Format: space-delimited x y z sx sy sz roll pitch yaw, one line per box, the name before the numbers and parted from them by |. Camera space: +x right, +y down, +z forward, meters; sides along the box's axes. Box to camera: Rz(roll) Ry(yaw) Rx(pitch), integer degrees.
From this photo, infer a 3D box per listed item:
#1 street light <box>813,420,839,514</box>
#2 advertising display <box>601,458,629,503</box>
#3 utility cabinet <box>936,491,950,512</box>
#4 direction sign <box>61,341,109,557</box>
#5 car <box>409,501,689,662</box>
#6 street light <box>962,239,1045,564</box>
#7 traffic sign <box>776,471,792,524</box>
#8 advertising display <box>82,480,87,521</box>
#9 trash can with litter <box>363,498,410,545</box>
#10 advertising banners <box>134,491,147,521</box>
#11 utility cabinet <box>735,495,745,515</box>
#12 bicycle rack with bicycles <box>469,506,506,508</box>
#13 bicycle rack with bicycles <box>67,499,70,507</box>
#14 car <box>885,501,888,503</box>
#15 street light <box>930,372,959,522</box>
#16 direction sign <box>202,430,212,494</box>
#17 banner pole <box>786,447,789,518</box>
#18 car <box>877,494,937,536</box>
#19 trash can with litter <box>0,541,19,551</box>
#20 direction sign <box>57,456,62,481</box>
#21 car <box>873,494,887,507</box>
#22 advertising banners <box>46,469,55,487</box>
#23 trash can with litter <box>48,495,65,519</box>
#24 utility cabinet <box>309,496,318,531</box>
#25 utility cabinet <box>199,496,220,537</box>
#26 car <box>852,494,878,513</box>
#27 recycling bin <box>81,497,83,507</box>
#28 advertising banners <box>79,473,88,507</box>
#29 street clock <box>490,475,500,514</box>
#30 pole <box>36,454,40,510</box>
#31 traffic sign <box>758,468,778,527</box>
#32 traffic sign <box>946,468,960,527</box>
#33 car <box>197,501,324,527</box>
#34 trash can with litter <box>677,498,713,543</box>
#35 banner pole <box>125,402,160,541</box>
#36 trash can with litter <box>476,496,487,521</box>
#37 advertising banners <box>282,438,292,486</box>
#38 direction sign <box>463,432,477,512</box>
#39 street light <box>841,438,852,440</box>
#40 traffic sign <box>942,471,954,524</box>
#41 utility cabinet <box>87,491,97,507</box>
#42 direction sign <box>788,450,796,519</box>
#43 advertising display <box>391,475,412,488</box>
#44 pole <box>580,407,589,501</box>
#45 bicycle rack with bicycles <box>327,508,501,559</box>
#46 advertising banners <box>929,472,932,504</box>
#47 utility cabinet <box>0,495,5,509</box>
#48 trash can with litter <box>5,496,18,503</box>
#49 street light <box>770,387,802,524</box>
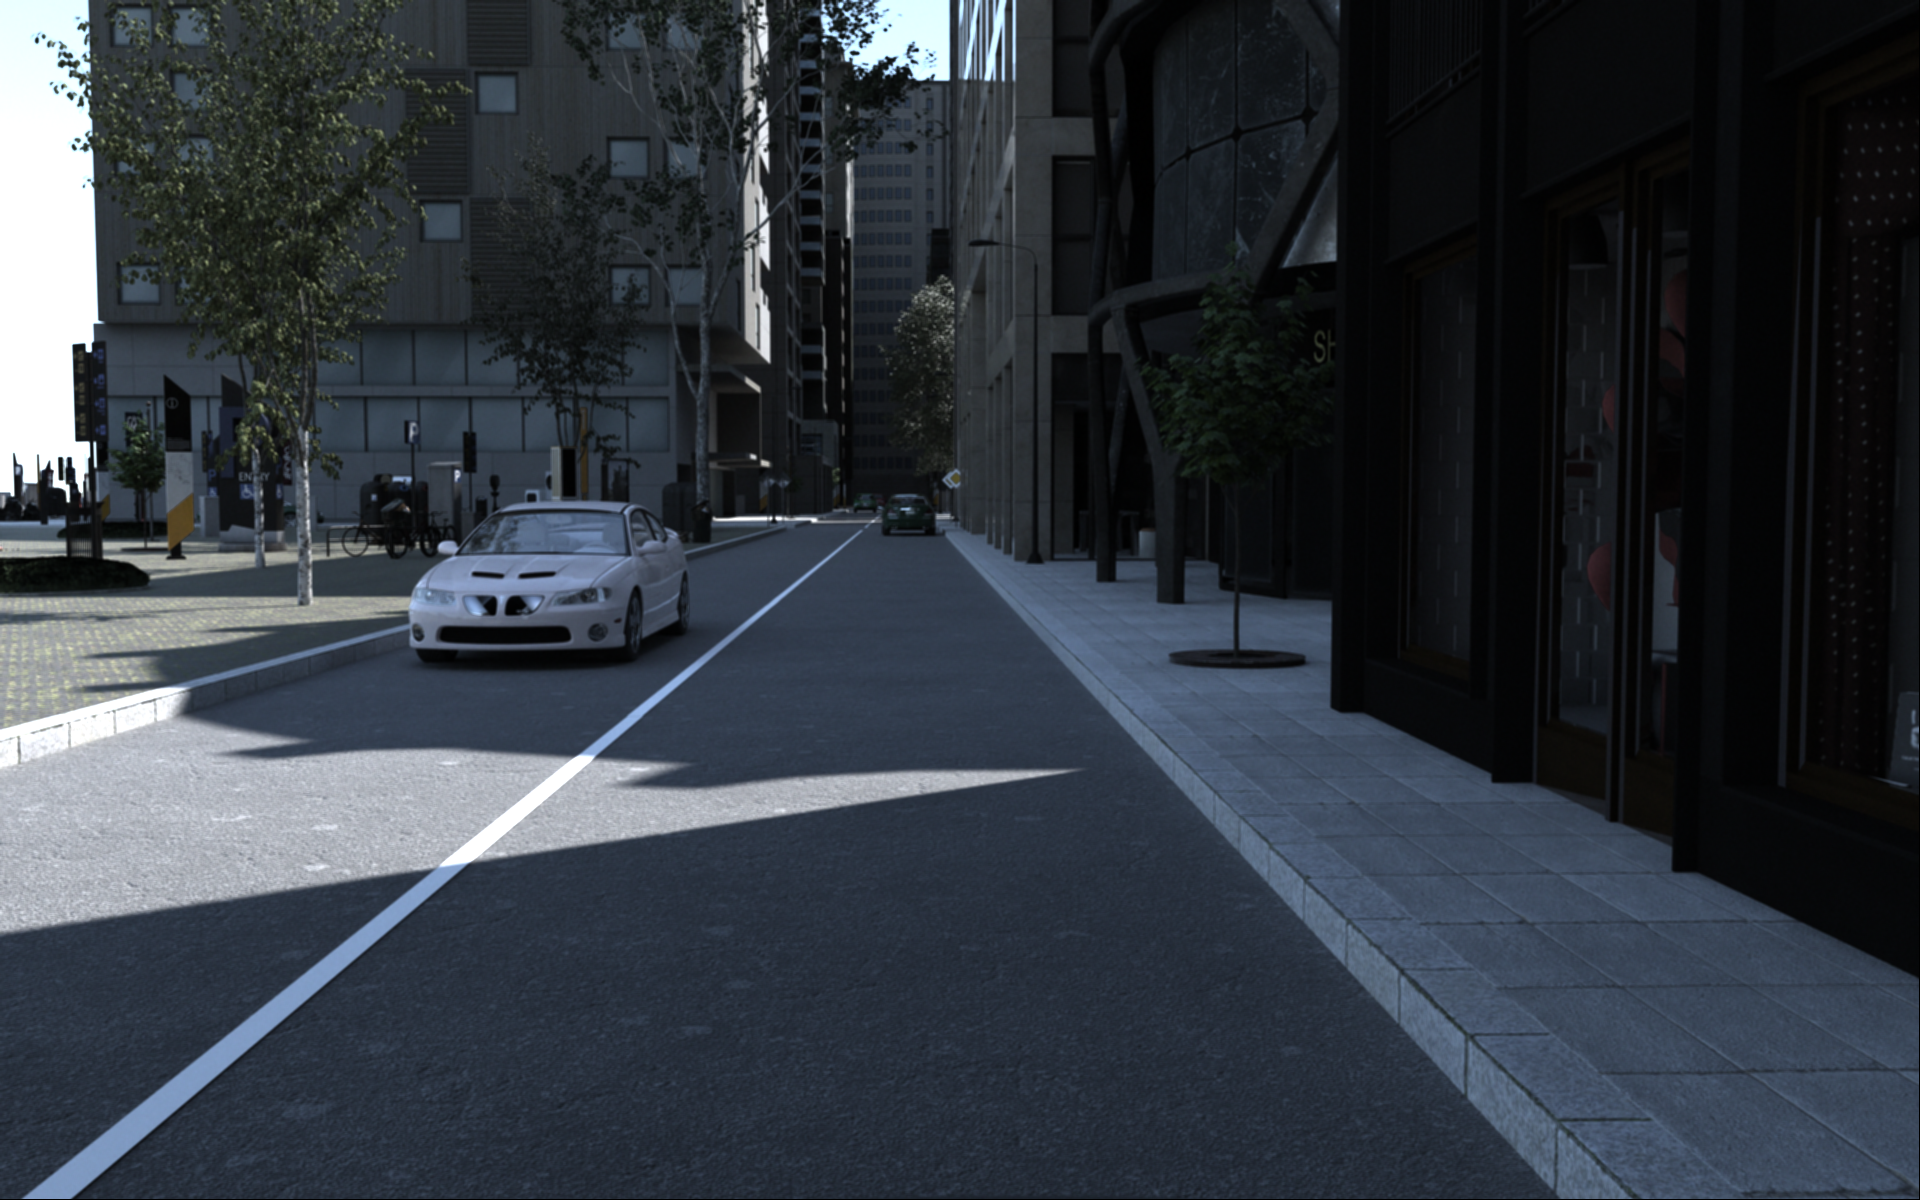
street light | -8.589 -8.363 109.272 1.470 5.913 1.316 0 4 -2
advertising display | -6.199 -1.588 31.176 0.123 1.923 0.974 1 4 12
utility cabinet | -1.314 -7.071 124.292 1.173 1.500 0.318 -2 4 -27
direction sign | -12.990 -2.075 25.925 0.876 3.537 0.379 2 4 34
car | -3.709 -0.241 16.305 2.083 1.381 4.827 0 4 0
street light | 0.843 -3.621 31.750 1.470 5.913 1.316 0 4 -2
traffic sign | -7.638 -4.349 74.742 0.795 2.450 0.064 0 4 -2
advertising display | -41.751 -4.736 82.645 0.123 1.923 0.974 -2 4 -24
trash can with litter | -14.479 -1.979 43.744 0.624 1.170 1.055 3 4 38
advertising banners | -29.909 -4.107 63.329 0.090 3.025 2.074 -3 5 -39
utility cabinet | -13.694 -5.805 106.071 1.020 1.237 0.306 0 4 -6
bicycle rack with bicycles | -13.594 -2.290 50.818 2.925 0.926 2.852 2 4 25
bicycle rack with bicycles | -66.269 -7.145 130.196 2.852 0.926 2.925 -1 4 -18
car | -4.063 -6.302 115.620 1.945 1.354 3.894 0 4 -1
street light | -0.290 -5.726 66.166 1.470 5.913 1.316 0 4 -2
direction sign | -26.907 -4.280 61.980 0.379 3.537 0.876 -3 5 -45
banner pole | -9.080 -6.188 91.187 0.401 3.779 0.863 0 4 -4
car | -1.834 -3.013 61.062 2.131 1.459 4.920 0 4 -4
trash can with litter | -22.474 -1.699 38.830 2.233 1.210 1.678 -1 4 -18
direction sign | -53.686 -6.850 103.987 0.876 3.537 0.379 0 4 -2
car | -8.177 -9.713 167.847 2.155 1.783 4.494 0 4 -4
advertising banners | -64.569 -7.659 121.413 2.074 3.025 0.090 -1 4 -17
trash can with litter | -47.106 -4.784 89.276 1.678 1.210 2.233 1 4 20
utility cabinet | -22.700 -3.031 60.719 0.306 1.237 1.020 -1 4 -19
utility cabinet | -22.373 -2.511 52.223 0.306 1.237 1.020 2 4 33
car | -7.417 -7.734 135.240 1.959 1.807 4.718 0 4 -3
recycling bin | -67.531 -7.434 134.094 0.722 1.027 0.722 0 3 0
advertising banners | -74.055 -9.139 145.615 0.090 3.025 2.074 1 4 19
street clock | -17.722 -3.758 66.011 0.358 2.002 0.471 0 4 3
pole | -46.383 -5.711 87.220 0.158 3.312 0.155 0 3 0
traffic sign | -7.391 -3.860 66.761 0.795 2.450 0.064 0 4 -2
traffic sign | -0.149 -3.873 66.964 0.795 2.450 0.064 0 4 -2
car | -28.544 -3.608 70.794 4.920 1.459 2.131 0 4 -3
trash can with litter | -7.038 -2.088 45.532 1.055 1.170 0.624 0 4 8
banner pole | -22.113 -3.472 46.790 0.401 3.779 0.863 3 5 41
trash can with litter | -16.209 -2.989 59.923 1.678 1.210 2.233 2 4 25
advertising banners | -21.456 -3.521 53.754 0.090 3.025 2.074 2 4 27
direction sign | -17.885 -4.359 63.261 0.379 3.537 0.876 1 4 14
street light | -9.652 -10.460 143.566 1.470 5.913 1.316 0 4 -2
traffic sign | -0.397 -4.361 74.945 0.795 2.450 0.064 0 4 -2
utility cabinet | -62.148 -7.052 123.984 0.318 1.500 1.173 -1 4 -11
direction sign | -8.694 -5.966 89.543 0.379 3.537 0.876 -1 4 -16
advertising display | -18.940 -3.287 58.960 0.974 1.923 0.123 2 4 26
pole | -8.860 -2.876 40.871 0.158 3.312 0.155 0 3 0
bicycle rack with bicycles | -11.500 -1.367 35.728 2.852 0.926 2.925 2 4 29
advertising banners | -2.336 -8.615 137.048 0.090 3.025 2.074 0 4 -5
utility cabinet | -60.916 -6.017 109.539 1.020 1.237 0.306 1 4 11
trash can with litter | -50.498 -4.942 92.191 0.624 1.170 1.055 -2 4 -30
street light | -7.534 -6.265 74.977 1.470 5.913 1.316 0 4 -2
